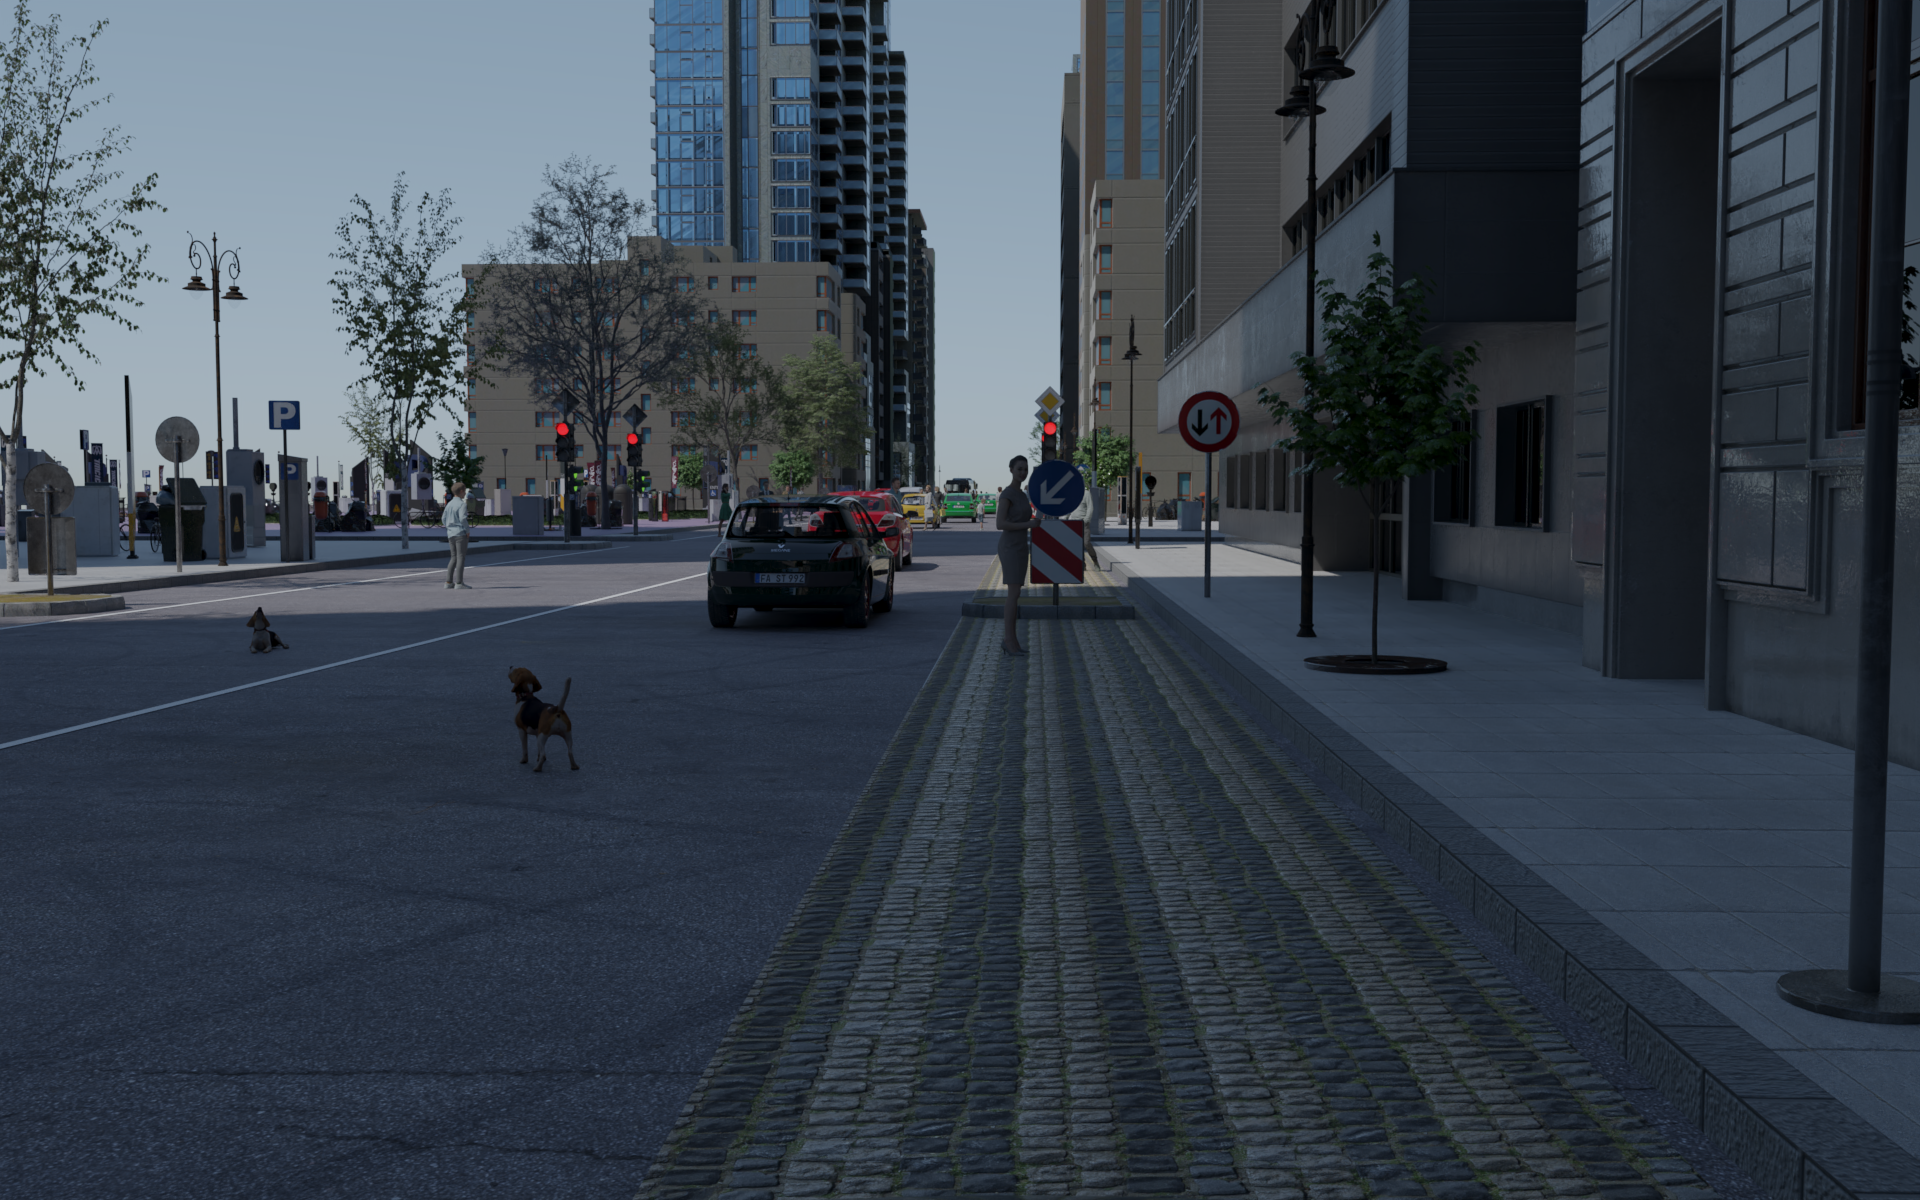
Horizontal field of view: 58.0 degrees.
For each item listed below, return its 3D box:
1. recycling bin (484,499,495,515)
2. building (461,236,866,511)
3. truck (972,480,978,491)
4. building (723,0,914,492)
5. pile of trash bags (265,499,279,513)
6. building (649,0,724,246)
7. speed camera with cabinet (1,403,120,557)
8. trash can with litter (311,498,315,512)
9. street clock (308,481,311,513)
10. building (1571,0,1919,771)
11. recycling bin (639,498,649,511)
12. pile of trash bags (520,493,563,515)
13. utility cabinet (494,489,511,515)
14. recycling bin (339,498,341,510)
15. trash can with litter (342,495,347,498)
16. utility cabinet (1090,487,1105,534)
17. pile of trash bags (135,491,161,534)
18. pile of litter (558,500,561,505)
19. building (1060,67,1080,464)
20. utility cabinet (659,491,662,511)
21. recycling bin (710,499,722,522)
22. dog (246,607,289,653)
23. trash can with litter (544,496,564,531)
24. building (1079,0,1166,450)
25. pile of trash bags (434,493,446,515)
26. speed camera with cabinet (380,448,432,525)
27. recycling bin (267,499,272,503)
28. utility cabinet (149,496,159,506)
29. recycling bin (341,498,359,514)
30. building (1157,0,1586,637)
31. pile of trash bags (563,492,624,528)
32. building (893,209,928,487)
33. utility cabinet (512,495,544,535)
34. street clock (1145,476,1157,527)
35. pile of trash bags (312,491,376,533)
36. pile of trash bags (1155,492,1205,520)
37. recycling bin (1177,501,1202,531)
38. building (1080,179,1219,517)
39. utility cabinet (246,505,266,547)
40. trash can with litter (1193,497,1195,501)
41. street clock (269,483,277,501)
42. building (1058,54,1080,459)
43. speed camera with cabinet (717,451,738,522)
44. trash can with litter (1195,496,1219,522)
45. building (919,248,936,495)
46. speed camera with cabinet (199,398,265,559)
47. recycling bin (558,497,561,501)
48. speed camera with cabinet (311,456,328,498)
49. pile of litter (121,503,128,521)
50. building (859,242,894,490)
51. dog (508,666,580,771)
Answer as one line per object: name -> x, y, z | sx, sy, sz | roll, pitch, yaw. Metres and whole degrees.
recycling bin -> -23.040, -4.458, 85.446 | 0.722, 1.027, 0.722 | 3, 5, 41
building -> -22.992, -18.298, 144.205 | 27.650, 21.520, 28.899 | 0, 4, 2
truck -> 0.855, -15.017, 241.459 | 3.469, 3.379, 9.791 | 0, 4, 2
building -> -16.853, -55.949, 227.442 | 22.319, 86.520, 31.000 | 0, 4, 2
pile of trash bags -> -33.626, -4.421, 82.042 | 1.912, 1.369, 3.447 | 1, 4, 11
building -> -19.252, -52.583, 172.401 | 22.319, 86.520, 31.000 | 0, 4, 2
speed camera with cabinet -> -18.352, -2.509, 35.356 | 2.038, 3.252, 0.660 | -1, 4, -12
trash can with litter -> -41.995, -6.210, 112.916 | 0.624, 1.170, 1.055 | -2, 4, -23
street clock -> -37.447, -5.799, 99.381 | 0.358, 2.002, 0.471 | 3, 4, 38
building -> 9.193, -10.162, 2.311 | 11.583, 22.565, 21.152 | 0, 4, 2
recycling bin -> -18.520, -5.444, 101.562 | 0.722, 1.027, 0.722 | -3, 5, -40
pile of trash bags -> -24.148, -5.586, 101.080 | 3.447, 1.369, 1.912 | 1, 4, 15
utility cabinet -> -20.456, -4.207, 77.470 | 0.318, 1.500, 1.173 | 1, 4, 8
recycling bin -> -42.179, -6.503, 118.877 | 0.722, 1.027, 0.722 | 3, 4, 38
trash can with litter -> -44.855, -7.076, 126.755 | 2.233, 1.210, 1.678 | 2, 4, 30
utility cabinet -> 4.368, -2.831, 54.963 | 0.318, 1.500, 1.173 | 1, 4, 14
pile of trash bags -> -26.248, -2.887, 56.952 | 3.447, 1.369, 1.912 | 3, 4, 36
pile of litter -> -27.300, -6.352, 117.824 | 1.719, 0.858, 1.176 | 0, 4, 4
building -> 21.917, -34.720, 191.371 | 21.300, 48.544, 21.600 | 0, 4, 2
utility cabinet -> -20.789, -6.928, 121.947 | 0.318, 1.500, 1.173 | -2, 4, -34
recycling bin -> -11.342, -4.209, 81.369 | 0.722, 1.027, 0.722 | -1, 4, -19
dog -> -6.332, 0.260, 15.948 | 0.550, 0.427, 0.748 | 2, 4, 29
trash can with litter -> -14.304, -3.044, 60.830 | 1.678, 1.210, 2.233 | -1, 4, -16
building -> 17.400, -30.524, 149.177 | 14.600, 45.320, 14.200 | 0, 4, 2
pile of trash bags -> -28.938, -5.345, 97.135 | 1.912, 1.369, 3.447 | -1, 4, -8
speed camera with cabinet -> -23.465, -4.834, 73.367 | 2.038, 3.252, 0.660 | -3, 5, -42
recycling bin -> -38.710, -5.120, 96.259 | 0.722, 1.027, 0.722 | -3, 4, -36
utility cabinet -> -32.565, -3.635, 70.597 | 1.020, 1.237, 0.306 | 2, 4, 30
recycling bin -> -39.676, -6.140, 112.945 | 0.722, 1.027, 0.722 | 0, 4, 6
building -> 11.480, -12.807, 28.464 | 14.314, 24.678, 30.058 | 0, 4, 2
pile of trash bags -> -14.133, -3.532, 67.504 | 1.912, 1.369, 3.447 | 0, 4, -5
building -> -16.295, -36.940, 258.596 | 22.147, 44.769, 28.867 | 0, 4, 2
utility cabinet -> -13.567, -2.646, 54.425 | 1.020, 1.237, 0.306 | 2, 4, 24
street clock -> 7.462, -3.865, 67.765 | 0.471, 2.002, 0.358 | 0, 4, 7
pile of trash bags -> -21.111, -2.989, 58.620 | 1.912, 1.369, 3.447 | 0, 4, -2
pile of trash bags -> 11.259, -4.641, 85.637 | 1.912, 1.369, 3.447 | 3, 5, 43
recycling bin -> 7.978, -2.912, 60.162 | 0.722, 1.027, 0.722 | 0, 4, -5
building -> 21.853, -16.170, 109.420 | 27.650, 21.520, 28.899 | 0, 4, 2
utility cabinet -> -17.229, -2.037, 41.984 | 0.318, 1.500, 1.173 | -3, 5, -43
trash can with litter -> 11.461, -4.300, 81.698 | 1.055, 1.170, 0.624 | 0, 4, -3
street clock -> -43.629, -6.452, 110.068 | 0.471, 2.002, 0.358 | 2, 4, 25
building -> 24.834, -57.078, 245.900 | 22.319, 86.520, 31.000 | 0, 4, 2
speed camera with cabinet -> -10.657, -5.211, 79.528 | 0.660, 3.252, 2.038 | 0, 4, 4
trash can with litter -> 11.679, -4.233, 80.604 | 1.055, 1.170, 0.624 | -2, 4, -24
building -> -11.381, -36.475, 279.959 | 14.154, 41.232, 14.086 | 0, 4, 2
speed camera with cabinet -> -14.651, -2.481, 34.898 | 0.660, 3.252, 2.038 | 0, 4, -1
recycling bin -> -29.490, -7.102, 128.669 | 0.722, 1.027, 0.722 | -2, 4, -26
speed camera with cabinet -> -33.625, -5.795, 89.076 | 2.038, 3.252, 0.660 | -3, 5, -42
pile of litter -> -39.863, -4.133, 81.537 | 1.176, 0.858, 1.719 | 2, 4, 26
building -> -15.066, -25.980, 196.472 | 14.160, 30.474, 14.107 | 0, 4, 2
dog -> -2.203, 0.623, 9.098 | 0.540, 0.507, 0.406 | 1, 4, 13
